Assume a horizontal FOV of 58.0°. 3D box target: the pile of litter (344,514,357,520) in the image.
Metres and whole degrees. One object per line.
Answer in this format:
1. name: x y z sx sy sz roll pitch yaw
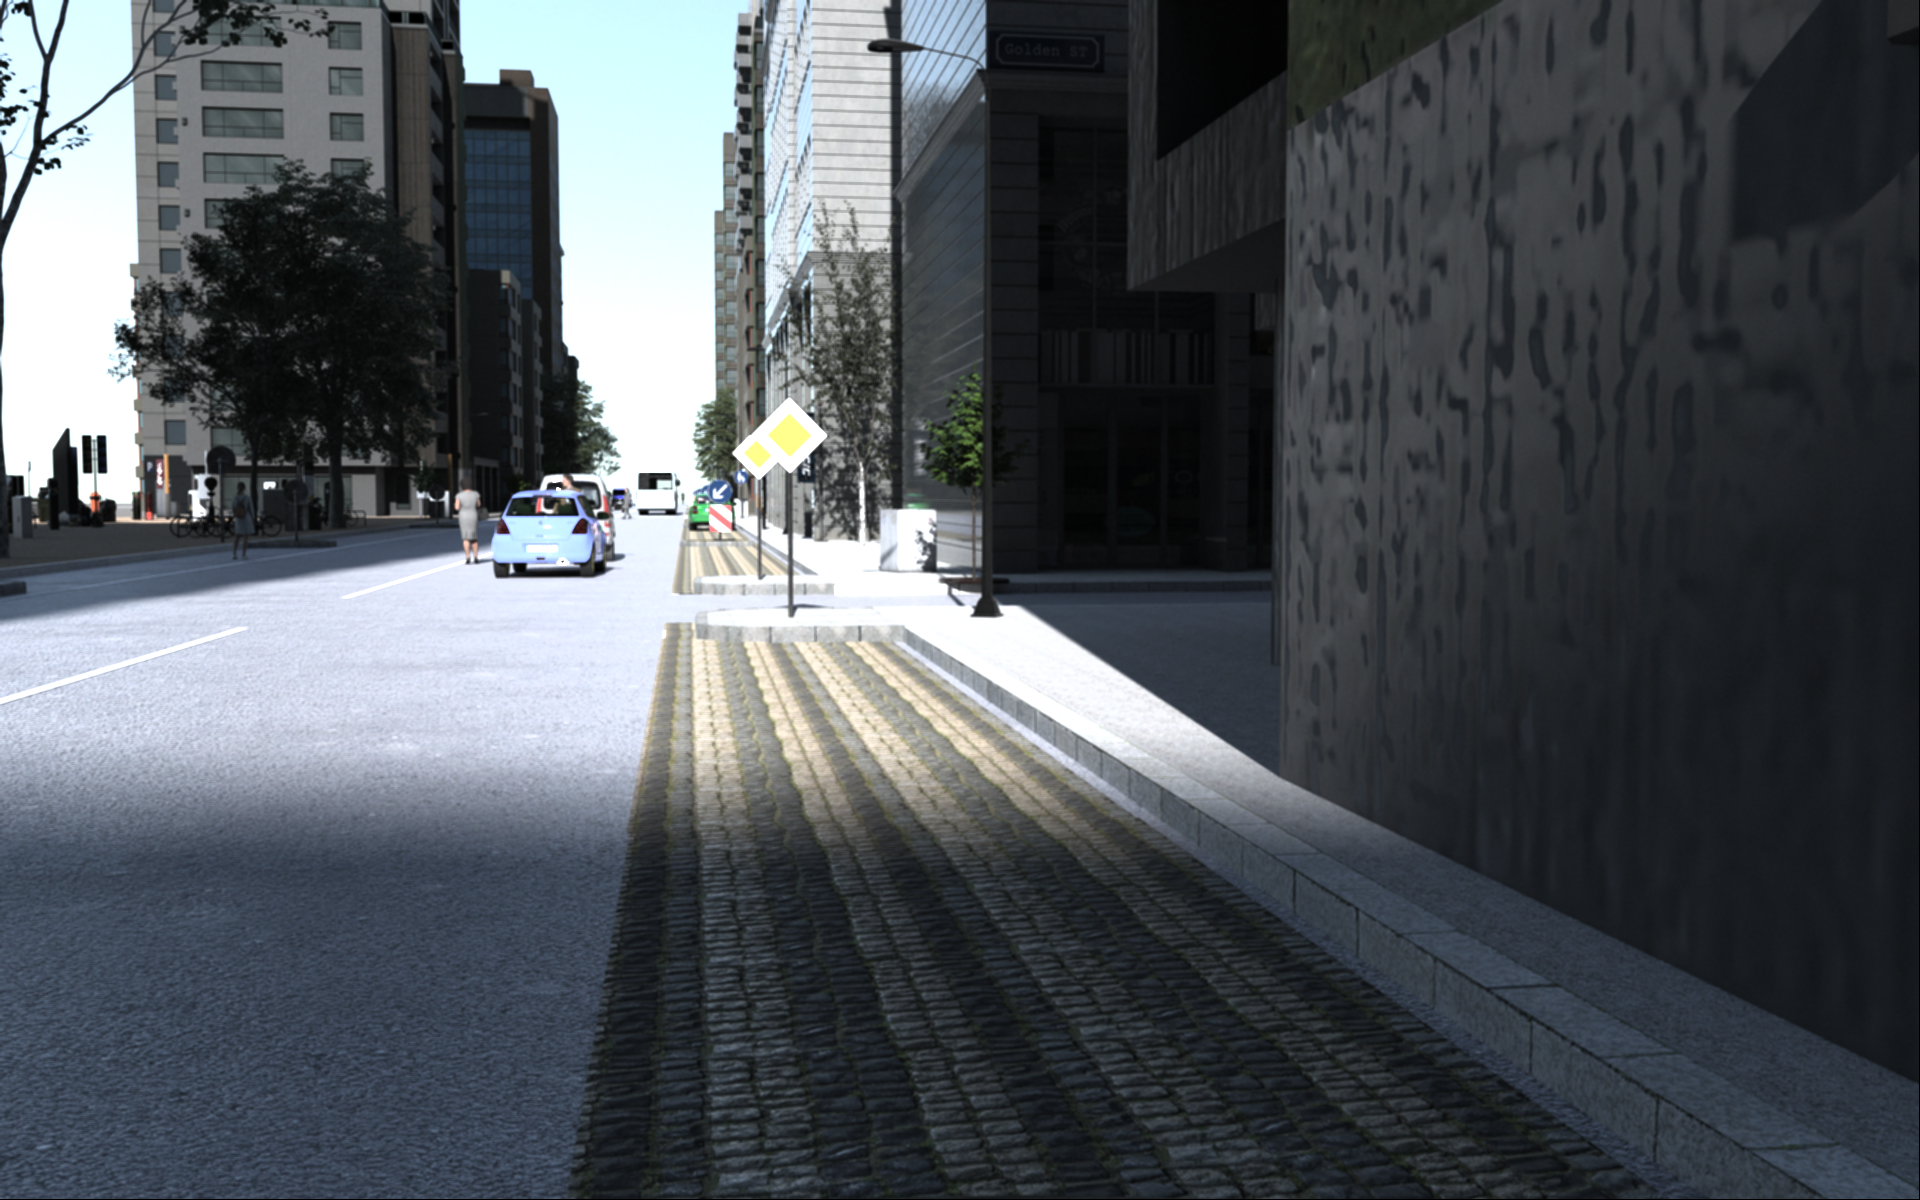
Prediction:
1. pile of litter: -30.500 -4.354 85.160 1.719 0.858 1.176 -1 4 -22

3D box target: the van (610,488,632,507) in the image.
1. van: -36.188 -11.061 185.225 2.240 2.365 5.245 0 4 -7

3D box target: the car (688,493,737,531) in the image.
1. car: -9.801 -3.655 68.554 1.959 1.807 4.718 0 4 -8

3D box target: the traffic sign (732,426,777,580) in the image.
1. traffic sign: -2.999 -1.358 25.848 0.795 2.450 0.064 -1 4 -9

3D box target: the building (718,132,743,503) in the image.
1. building: -20.143 -31.556 199.541 14.154 41.232 14.086 -1 4 -9

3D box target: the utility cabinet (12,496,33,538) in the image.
1. utility cabinet: -27.451 -2.417 50.686 0.306 1.237 1.020 -3 5 -42

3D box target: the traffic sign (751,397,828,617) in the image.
1. traffic sign: -1.764 -0.876 17.959 0.795 2.450 0.064 -1 4 -9

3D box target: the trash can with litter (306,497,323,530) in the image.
1. trash can with litter: -23.148 -3.059 61.397 1.055 1.170 0.624 0 3 0

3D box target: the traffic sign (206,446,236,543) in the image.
1. traffic sign: -19.534 -2.795 45.808 0.768 2.556 0.104 0 4 -4

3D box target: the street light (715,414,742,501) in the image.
1. street light: -13.238 -7.812 100.274 1.470 5.913 1.316 -1 4 -9

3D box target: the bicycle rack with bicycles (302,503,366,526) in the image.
1. bicycle rack with bicycles: -25.281 -3.410 69.136 2.852 0.926 2.925 2 4 24

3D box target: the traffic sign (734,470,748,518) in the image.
1. traffic sign: -11.498 -5.565 91.088 0.768 2.556 0.104 0 4 -1

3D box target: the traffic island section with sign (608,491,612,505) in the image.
1. traffic island section with sign: -46.855 -13.613 231.195 1.989 1.847 2.006 -1 4 -9

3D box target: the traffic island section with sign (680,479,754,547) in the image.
1. traffic island section with sign: -6.744 -2.398 47.843 1.989 1.847 2.006 -1 4 -9

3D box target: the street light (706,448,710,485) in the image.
1. street light: -24.942 -12.385 175.030 1.470 5.913 1.316 -1 4 -9

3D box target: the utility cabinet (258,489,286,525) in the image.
1. utility cabinet: -28.647 -3.883 72.165 0.318 1.500 1.173 2 4 27

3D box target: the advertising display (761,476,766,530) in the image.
1. advertising display: -7.150 -3.540 63.089 0.123 1.923 0.974 -1 4 -10

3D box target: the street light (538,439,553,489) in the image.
1. street light: -34.787 -10.568 145.328 1.470 5.913 1.316 -1 4 -9

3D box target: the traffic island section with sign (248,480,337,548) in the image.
1. traffic island section with sign: -17.982 -2.333 46.777 1.989 1.847 2.006 -1 4 -9

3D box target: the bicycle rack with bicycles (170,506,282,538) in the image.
1. bicycle rack with bicycles: -22.036 -2.326 51.415 2.925 0.926 2.852 0 4 1

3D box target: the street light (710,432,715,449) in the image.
1. street light: -17.758 -9.597 129.451 1.470 5.913 1.316 -1 4 -9

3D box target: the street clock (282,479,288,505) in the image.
1. street clock: -32.852 -4.880 84.365 0.358 2.002 0.471 -1 4 -10

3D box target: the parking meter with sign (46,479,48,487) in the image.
1. parking meter with sign: -46.196 -5.632 88.338 1.738 3.016 0.543 2 4 33

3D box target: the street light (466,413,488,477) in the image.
1. street light: -27.791 -7.768 99.553 1.470 5.913 1.316 -1 4 -9

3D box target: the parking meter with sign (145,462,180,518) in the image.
1. parking meter with sign: -43.053 -5.955 93.620 1.738 3.016 0.543 1 4 10

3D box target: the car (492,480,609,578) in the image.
1. car: -7.287 -1.308 30.970 1.945 1.707 3.694 0 4 -7

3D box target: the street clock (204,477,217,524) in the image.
1. street clock: -32.515 -4.321 75.220 0.358 2.002 0.471 2 4 35

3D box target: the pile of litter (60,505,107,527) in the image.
1. pile of litter: -34.744 -3.341 68.587 1.719 0.858 1.176 -2 4 -26

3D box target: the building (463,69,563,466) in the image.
1. building: -50.583 -32.815 186.639 14.600 45.320 14.200 -1 4 -9

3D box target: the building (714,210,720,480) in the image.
1. building: -28.569 -34.764 251.981 14.154 41.232 14.086 -1 4 -9

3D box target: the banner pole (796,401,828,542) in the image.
1. banner pole: -3.996 -3.472 46.784 0.863 3.779 0.401 0 4 -4

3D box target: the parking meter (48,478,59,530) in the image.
1. parking meter: -32.605 -3.462 62.308 0.255 1.863 0.399 -3 4 -37

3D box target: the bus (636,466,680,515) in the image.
1. bus: -21.183 -7.745 121.489 2.948 3.499 13.247 -1 4 -8

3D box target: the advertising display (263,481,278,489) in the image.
1. advertising display: -35.187 -5.090 88.438 0.974 1.923 0.123 2 4 30

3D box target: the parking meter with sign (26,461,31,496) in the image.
1. parking meter with sign: -49.317 -5.737 90.065 1.738 3.016 0.543 -3 5 -41

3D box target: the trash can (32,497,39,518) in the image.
1. trash can: -49.386 -4.943 92.467 0.748 1.137 0.748 0 3 0

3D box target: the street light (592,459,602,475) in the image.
1. street light: -47.677 -15.590 227.429 1.470 5.913 1.316 -1 4 -9

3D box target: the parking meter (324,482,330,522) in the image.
1. parking meter: -28.590 -4.454 78.528 0.399 1.863 0.255 1 4 22

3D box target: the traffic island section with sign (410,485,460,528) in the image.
1. traffic island section with sign: -22.156 -3.962 73.408 1.989 1.847 2.006 -1 4 -9

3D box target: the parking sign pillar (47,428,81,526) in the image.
1. parking sign pillar: -36.638 -5.044 70.937 1.447 3.967 1.447 3 4 38

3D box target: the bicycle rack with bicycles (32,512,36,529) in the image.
1. bicycle rack with bicycles: -35.186 -3.077 63.693 2.852 0.926 2.925 1 4 9

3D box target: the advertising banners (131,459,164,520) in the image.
1. advertising banners: -40.164 -5.474 85.681 2.074 3.025 0.090 1 4 18

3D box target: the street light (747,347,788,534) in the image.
1. street light: -6.044 -5.041 54.963 1.470 5.913 1.316 -1 4 -9

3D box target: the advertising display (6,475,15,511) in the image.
1. advertising display: -32.223 -3.242 58.225 0.974 1.923 0.123 1 4 10

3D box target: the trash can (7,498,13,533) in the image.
1. trash can: -31.119 -2.751 56.626 0.748 1.137 0.748 0 3 0

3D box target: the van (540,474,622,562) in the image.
1. van: -8.433 -1.895 37.992 2.013 2.044 4.112 -1 4 -11

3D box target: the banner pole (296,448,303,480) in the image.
1. banner pole: -33.764 -6.029 88.591 0.401 3.779 0.863 0 4 7

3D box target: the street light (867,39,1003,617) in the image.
1. street light: -0.252 -2.776 17.928 1.470 5.913 1.316 -1 4 -9
